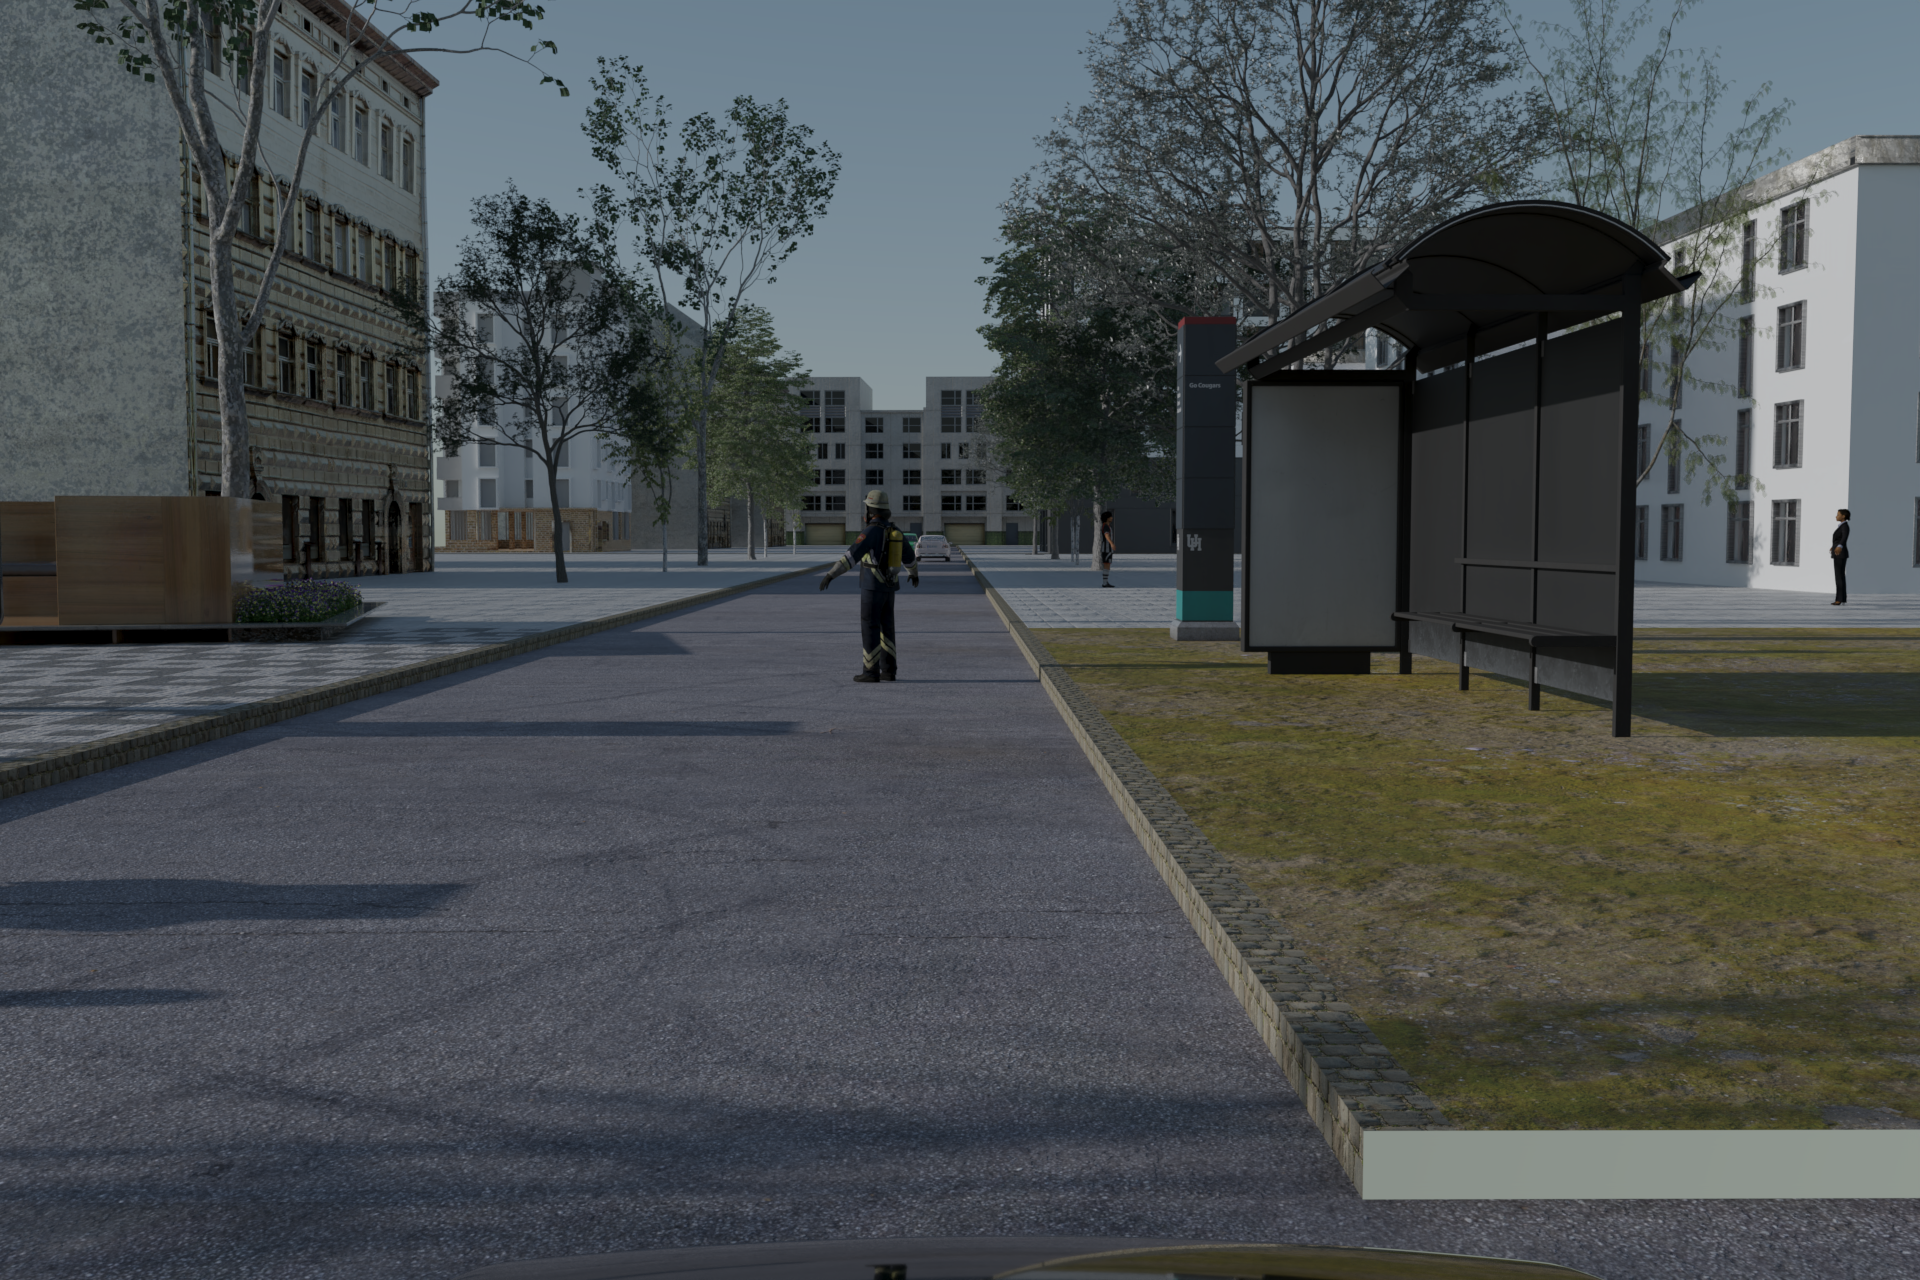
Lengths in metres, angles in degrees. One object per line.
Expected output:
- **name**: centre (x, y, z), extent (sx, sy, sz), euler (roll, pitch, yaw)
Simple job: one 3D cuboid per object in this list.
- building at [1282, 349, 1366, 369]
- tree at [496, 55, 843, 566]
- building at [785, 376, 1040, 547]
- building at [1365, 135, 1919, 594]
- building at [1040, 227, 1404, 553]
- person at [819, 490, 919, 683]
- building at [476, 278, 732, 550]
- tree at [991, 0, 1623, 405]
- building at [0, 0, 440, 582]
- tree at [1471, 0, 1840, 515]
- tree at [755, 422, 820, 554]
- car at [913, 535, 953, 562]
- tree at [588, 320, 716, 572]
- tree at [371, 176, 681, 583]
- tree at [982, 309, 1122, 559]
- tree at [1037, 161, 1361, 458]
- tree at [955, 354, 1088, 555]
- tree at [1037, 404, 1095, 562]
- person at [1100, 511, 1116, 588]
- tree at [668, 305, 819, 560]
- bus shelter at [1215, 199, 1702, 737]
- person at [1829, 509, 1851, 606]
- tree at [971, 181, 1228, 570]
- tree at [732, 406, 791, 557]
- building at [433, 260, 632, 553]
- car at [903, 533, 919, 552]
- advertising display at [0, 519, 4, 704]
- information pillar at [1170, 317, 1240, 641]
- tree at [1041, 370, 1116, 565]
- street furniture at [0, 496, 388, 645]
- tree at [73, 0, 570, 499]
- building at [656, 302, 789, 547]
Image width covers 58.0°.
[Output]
- **building**: centre (19.702, -8.367, 78.941), extent (9.099, 9.664, 28.070), euler (0, 4, 0)
- **tree**: centre (-11.831, -13.119, 70.379), extent (12.611, 20.169, 13.585), euler (0, 3, 0)
- **building**: centre (-3.524, -20.326, 201.242), extent (31.486, 18.905, 16.747), euler (0, 4, 2)
- **building**: centre (19.532, -6.636, 50.641), extent (9.099, 9.664, 28.070), euler (0, 4, 0)
- **building**: centre (19.877, -17.600, 131.738), extent (27.936, 21.610, 32.646), euler (0, 4, 0)
- **person**: centre (-0.814, -0.525, 16.812), extent (0.705, 1.856, 1.354), euler (3, 5, 40)
- **building**: centre (-30.609, -19.609, 151.529), extent (19.493, 23.208, 18.063), euler (0, 4, 0)
- **tree**: centre (5.700, -7.256, 29.012), extent (12.009, 13.543, 11.850), euler (0, 3, 0)
- **building**: centre (-27.180, -13.347, 49.145), extent (19.493, 23.208, 18.063), euler (0, 4, 0)
- **tree**: centre (8.364, -4.371, 21.826), extent (4.360, 8.622, 3.978), euler (0, 3, 0)
- **tree**: centre (-10.665, -9.737, 109.559), extent (4.737, 8.622, 4.395), euler (0, 3, 0)
- **car**: centre (-1.430, -4.833, 91.383), extent (2.083, 1.381, 4.827), euler (0, 3, 0)
- **tree**: centre (-10.274, -6.627, 58.709), extent (4.737, 8.622, 4.395), euler (0, 3, 0)
- **tree**: centre (-10.832, -6.801, 45.616), extent (7.601, 10.594, 8.767), euler (1, 4, 19)
- **tree**: centre (4.957, -10.345, 87.264), extent (7.486, 12.596, 7.792), euler (0, 3, 0)
- **tree**: centre (5.907, -6.676, 43.563), extent (8.767, 10.594, 7.601), euler (-2, 4, -27)
- **tree**: centre (4.782, -12.055, 107.474), extent (12.009, 13.543, 11.850), euler (0, 3, 0)
- **tree**: centre (5.262, -7.876, 79.139), extent (4.360, 8.622, 3.978), euler (0, 3, 0)
- **person**: centre (3.550, -2.162, 41.497), extent (0.704, 1.843, 1.345), euler (0, 4, -1)
- **tree**: centre (-10.879, -10.298, 86.500), extent (7.486, 12.596, 7.792), euler (0, 3, 0)
- **bus shelter**: centre (3.416, -1.184, 13.277), extent (2.014, 3.302, 5.546), euler (0, 4, -1)
- **person**: centre (15.774, -1.496, 31.185), extent (0.721, 1.740, 1.216), euler (1, 4, 22)
- **tree**: centre (4.892, -9.429, 60.825), extent (9.857, 13.997, 8.962), euler (0, 3, 0)
- **tree**: centre (-10.620, -8.877, 95.509), extent (4.360, 8.622, 3.978), euler (0, 3, 0)
- **building**: centre (-30.389, -16.184, 121.029), extent (16.016, 20.090, 11.380), euler (0, 4, 0)
- **car**: centre (-3.318, -5.997, 106.849), extent (1.959, 1.807, 4.718), euler (0, 4, -1)
- **advertising display**: centre (-7.285, -0.452, 12.598), extent (0.123, 1.923, 0.974), euler (0, 4, -1)
- **information pillar**: centre (2.977, -1.934, 21.002), extent (0.750, 3.857, 0.750), euler (0, 4, 1)
- **tree**: centre (4.874, -7.395, 71.276), extent (4.737, 8.622, 4.395), euler (0, 3, 0)
- **street furniture**: centre (-10.465, -1.017, 23.477), extent (9.812, 1.723, 11.010), euler (-1, 4, -14)
- **tree**: centre (-10.021, -10.224, 23.045), extent (12.611, 20.169, 13.585), euler (0, 3, 0)
- **building**: centre (-27.671, -20.965, 173.705), extent (19.493, 23.208, 18.063), euler (0, 4, 0)
